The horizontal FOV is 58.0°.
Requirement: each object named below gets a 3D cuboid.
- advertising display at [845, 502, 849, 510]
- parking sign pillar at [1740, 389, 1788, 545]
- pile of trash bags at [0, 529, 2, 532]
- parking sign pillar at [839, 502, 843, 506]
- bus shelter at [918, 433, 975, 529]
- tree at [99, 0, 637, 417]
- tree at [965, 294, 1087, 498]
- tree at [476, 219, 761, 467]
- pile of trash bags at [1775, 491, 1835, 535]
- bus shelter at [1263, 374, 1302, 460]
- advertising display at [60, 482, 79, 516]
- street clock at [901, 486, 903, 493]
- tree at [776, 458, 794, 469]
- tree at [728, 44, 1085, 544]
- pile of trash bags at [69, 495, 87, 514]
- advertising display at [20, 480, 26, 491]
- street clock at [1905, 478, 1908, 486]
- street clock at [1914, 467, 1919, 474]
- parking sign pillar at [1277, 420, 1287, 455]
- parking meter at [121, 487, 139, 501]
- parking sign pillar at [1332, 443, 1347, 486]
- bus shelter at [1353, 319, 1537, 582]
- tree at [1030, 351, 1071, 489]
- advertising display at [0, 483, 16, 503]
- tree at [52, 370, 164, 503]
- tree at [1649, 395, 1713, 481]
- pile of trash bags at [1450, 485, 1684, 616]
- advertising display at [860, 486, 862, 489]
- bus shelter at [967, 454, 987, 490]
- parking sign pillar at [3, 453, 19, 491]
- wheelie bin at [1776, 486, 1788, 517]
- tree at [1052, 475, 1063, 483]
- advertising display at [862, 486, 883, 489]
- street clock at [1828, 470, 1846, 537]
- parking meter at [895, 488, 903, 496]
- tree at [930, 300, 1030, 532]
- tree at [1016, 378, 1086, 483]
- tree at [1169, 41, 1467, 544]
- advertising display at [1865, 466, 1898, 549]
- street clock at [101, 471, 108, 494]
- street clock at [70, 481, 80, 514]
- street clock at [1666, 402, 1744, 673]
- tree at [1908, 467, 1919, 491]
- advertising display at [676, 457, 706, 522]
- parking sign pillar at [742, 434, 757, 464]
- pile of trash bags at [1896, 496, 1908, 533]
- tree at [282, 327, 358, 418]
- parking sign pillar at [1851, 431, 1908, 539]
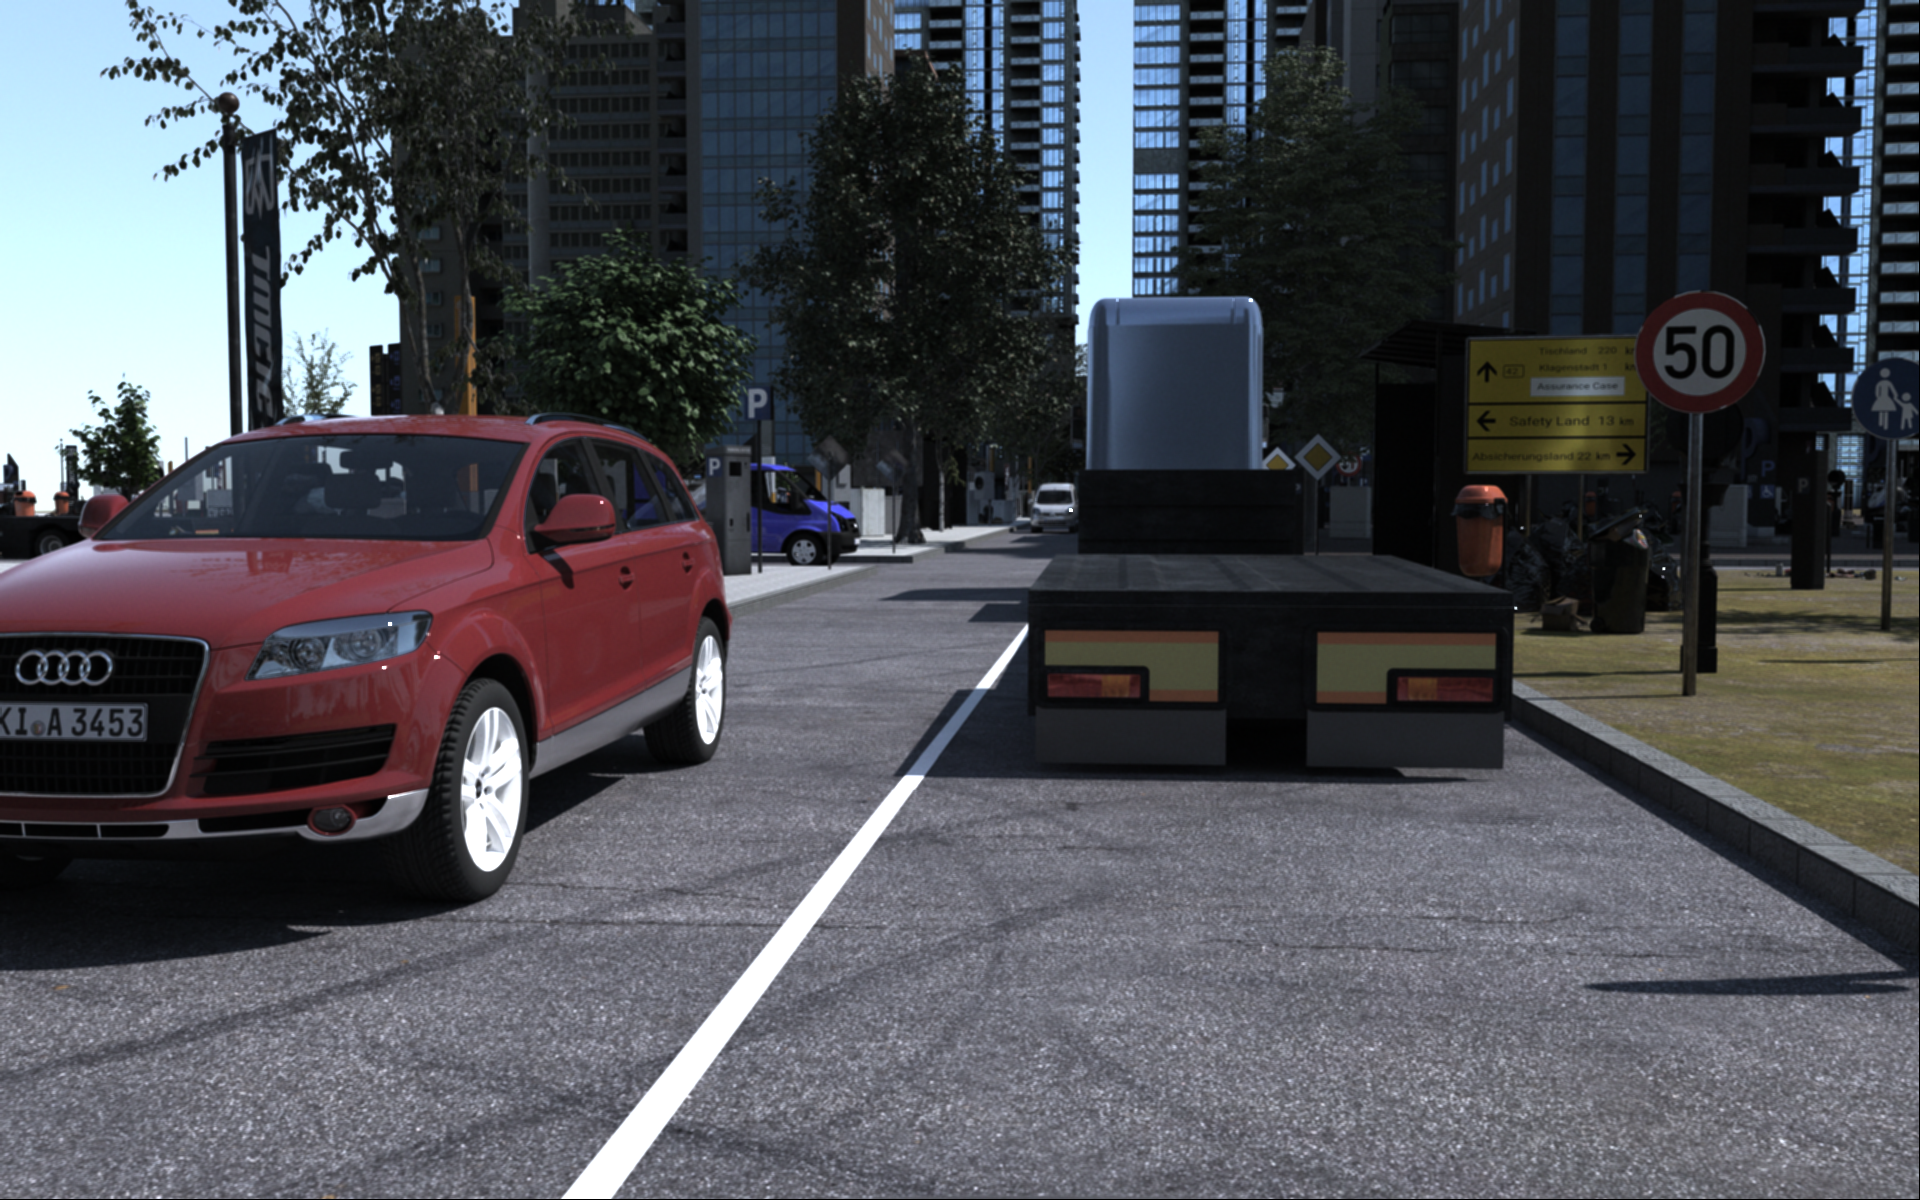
[{"bbox_3d":[-6.712,-5.994,103.220,0.123,1.923,0.974,-1,4,-10],"label":"advertising display"},{"bbox_3d":[20.254,-3.391,43.911,1.447,3.967,1.447,0,4,6],"label":"parking sign pillar"},{"bbox_3d":[-26.889,-2.352,48.211,3.447,1.369,1.912,2,4,28],"label":"pile of trash bags"},{"bbox_3d":[-6.709,-6.331,91.979,1.447,3.967,1.447,2,4,27],"label":"parking sign pillar"},{"bbox_3d":[-0.510,-4.607,66.610,1.731,3.624,6.357,0,4,5],"label":"bus shelter"},{"bbox_3d":[-4.566,-3.921,14.474,4.360,8.622,3.978,0,3,0],"label":"tree"},{"bbox_3d":[4.764,-11.918,105.230,12.009,13.543,11.850,0,3,0],"label":"tree"},{"bbox_3d":[-4.080,-2.271,20.846,4.285,4.588,4.351,0,3,0],"label":"tree"},{"bbox_3d":[26.287,-2.776,55.144,3.447,1.369,1.912,-1,4,-11],"label":"pile of trash bags"},{"bbox_3d":[9.471,-4.759,55.440,2.179,5.291,8.768,0,4,6],"label":"bus shelter"},{"bbox_3d":[-48.289,-5.426,93.928,0.974,1.923,0.123,0,4,7],"label":"advertising display"},{"bbox_3d":[-2.149,-3.900,68.336,0.358,2.002,0.471,-3,5,-41],"label":"street clock"},{"bbox_3d":[-9.580,-6.046,93.457,1.663,3.219,1.824,0,3,0],"label":"tree"},{"bbox_3d":[-1.315,-7.814,44.769,9.611,12.733,9.660,0,3,0],"label":"tree"},{"bbox_3d":[-35.972,-3.783,71.611,3.447,1.369,1.912,1,4,14],"label":"pile of trash bags"},{"bbox_3d":[-42.647,-4.505,78.870,0.123,1.923,0.974,-2,4,-34],"label":"advertising display"},{"bbox_3d":[40.098,-4.184,72.974,0.471,2.002,0.358,3,5,43],"label":"street clock"},{"bbox_3d":[26.045,-2.592,46.953,0.358,2.002,0.471,0,4,4],"label":"street clock"},{"bbox_3d":[11.402,-4.577,63.302,1.447,3.967,1.447,-1,4,-22],"label":"parking sign pillar"},{"bbox_3d":[-18.812,-1.888,39.283,0.372,1.533,0.369,0,3,0],"label":"parking meter"},{"bbox_3d":[19.548,-6.150,89.032,1.447,3.967,1.447,0,4,-5],"label":"parking sign pillar"},{"bbox_3d":[7.191,-2.137,26.231,1.731,3.624,6.357,0,4,6],"label":"bus shelter"},{"bbox_3d":[2.519,-8.072,82.331,4.737,8.622,4.395,0,3,0],"label":"tree"},{"bbox_3d":[-56.470,-5.959,102.648,0.974,1.923,0.123,0,4,-1],"label":"advertising display"},{"bbox_3d":[-13.005,-1.993,27.193,1.663,3.219,1.824,0,3,0],"label":"tree"},{"bbox_3d":[27.615,-7.087,66.235,4.737,8.622,4.395,0,3,0],"label":"tree"},{"bbox_3d":[6.344,-0.543,18.633,3.447,1.369,1.912,-3,5,-44],"label":"pile of trash bags"},{"bbox_3d":[-5.066,-5.288,91.680,0.123,1.923,0.974,-1,4,-22],"label":"advertising display"},{"bbox_3d":[0.454,-5.833,89.297,2.014,3.302,5.546,0,4,6],"label":"bus shelter"},{"bbox_3d":[-62.389,-7.672,113.915,1.447,3.967,1.447,3,4,38],"label":"parking sign pillar"},{"bbox_3d":[32.080,-3.688,68.204,0.980,1.594,0.693,-2,4,-29],"label":"wheelie bin"},{"bbox_3d":[8.733,-9.698,153.171,1.663,3.219,1.824,0,3,0],"label":"tree"},{"bbox_3d":[-4.400,-5.064,88.013,0.974,1.923,0.123,1,4,22],"label":"advertising display"},{"bbox_3d":[26.398,-2.913,52.202,0.358,2.002,0.471,-1,4,-17],"label":"street clock"},{"bbox_3d":[-2.712,-4.216,77.342,0.372,1.533,0.369,0,3,0],"label":"parking meter"},{"bbox_3d":[-0.376,-6.609,58.419,4.737,8.622,4.395,0,3,0],"label":"tree"},{"bbox_3d":[7.406,-12.207,134.002,8.767,10.594,7.601,3,5,44],"label":"tree"},{"bbox_3d":[8.994,-7.735,44.587,7.486,12.596,7.792,0,3,0],"label":"tree"},{"bbox_3d":[21.537,-2.159,40.512,0.123,1.923,0.974,0,4,-7],"label":"advertising display"},{"bbox_3d":[-25.871,-2.935,52.562,0.471,2.002,0.358,-2,4,-33],"label":"street clock"},{"bbox_3d":[-45.914,-5.216,89.850,0.471,2.002,0.358,-1,4,-12],"label":"street clock"},{"bbox_3d":[5.329,-0.481,12.440,0.471,2.002,0.358,0,4,-2],"label":"street clock"},{"bbox_3d":[36.185,-4.270,64.408,1.663,3.219,1.824,0,3,0],"label":"tree"},{"bbox_3d":[-4.587,-1.507,29.857,0.974,1.923,0.123,1,4,10],"label":"advertising display"},{"bbox_3d":[-9.677,-5.505,78.475,1.447,3.967,1.447,2,4,29],"label":"parking sign pillar"},{"bbox_3d":[29.966,-2.719,54.215,1.912,1.369,3.447,-1,4,-10],"label":"pile of trash bags"},{"bbox_3d":[-28.526,-7.673,75.812,4.737,8.622,4.395,0,3,0],"label":"tree"},{"bbox_3d":[26.469,-3.748,49.759,1.447,3.967,1.447,0,4,8],"label":"parking sign pillar"}]
